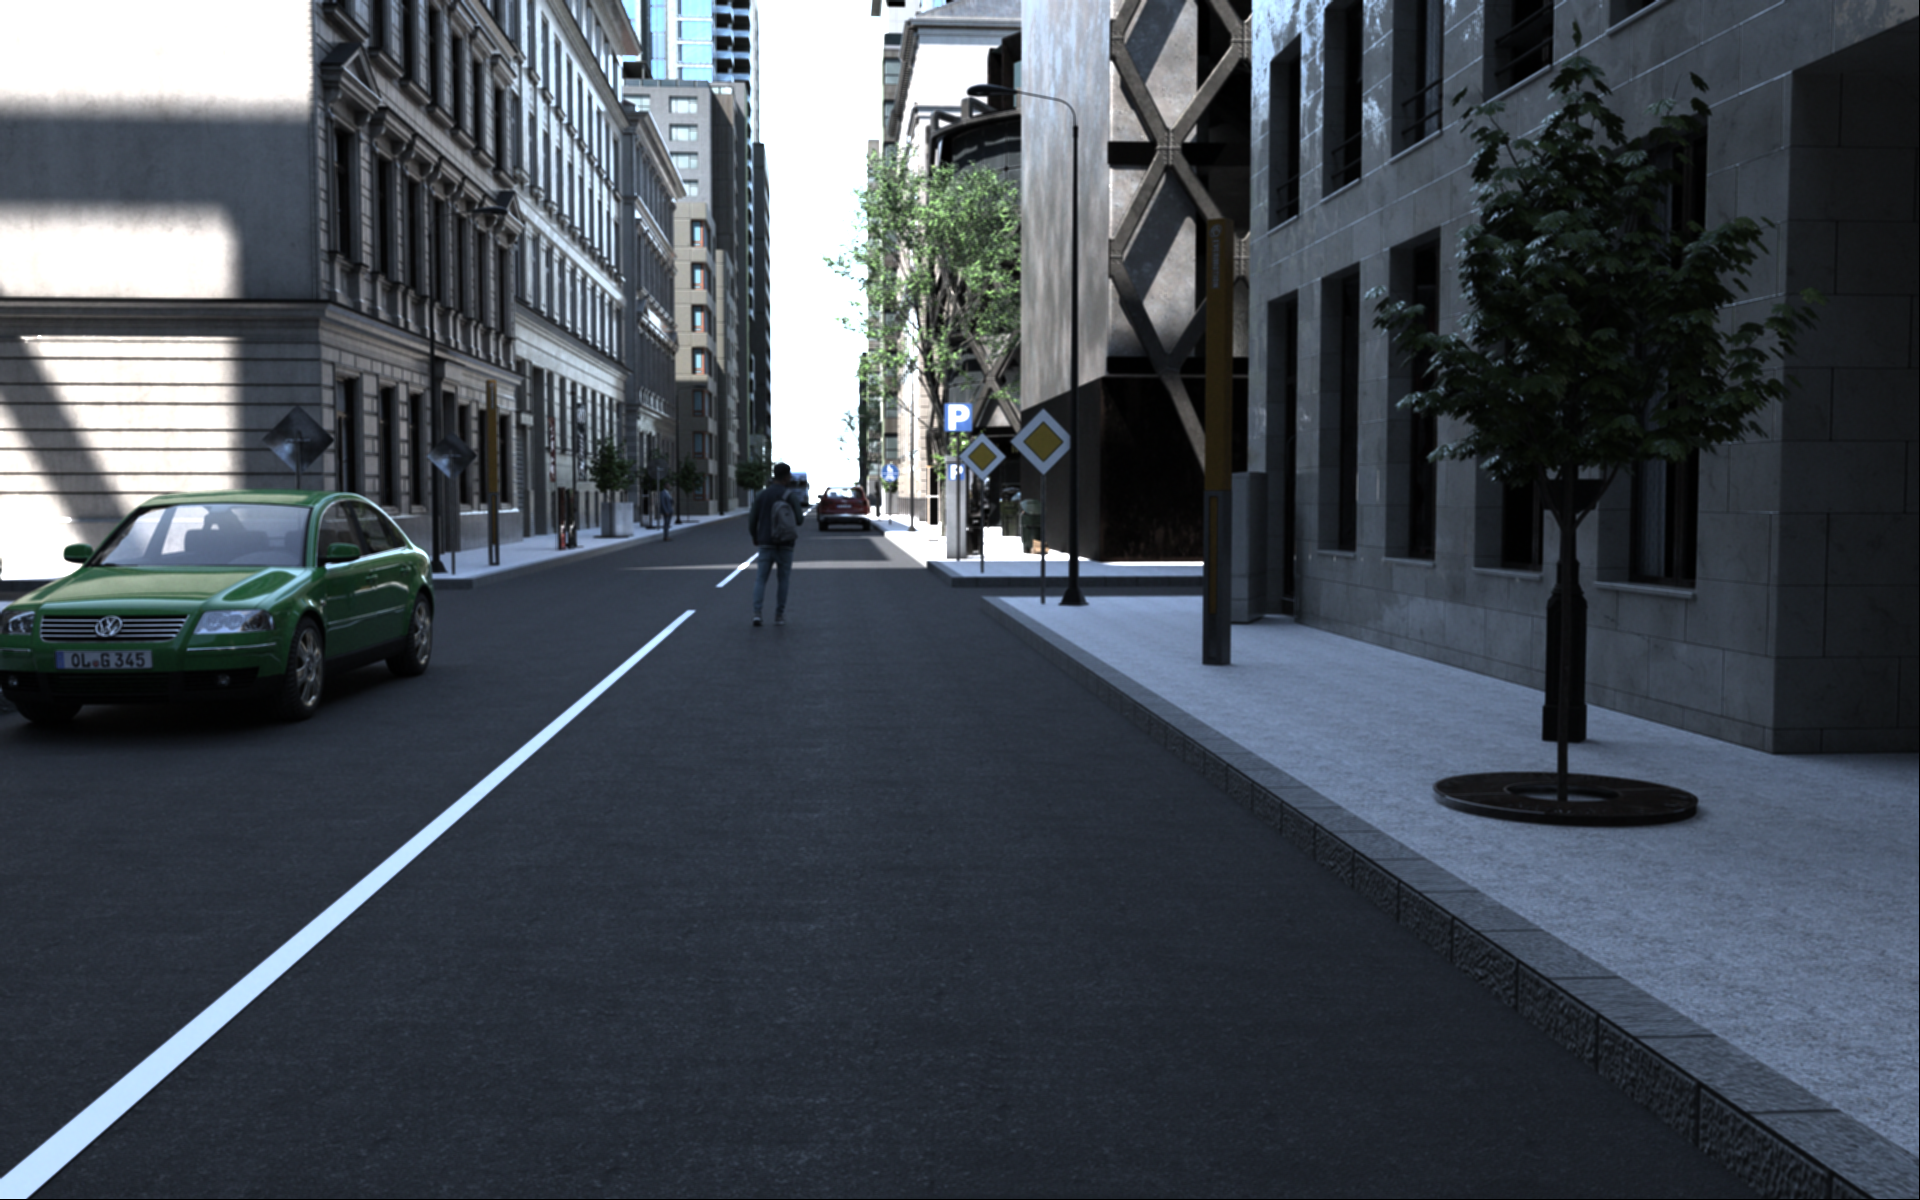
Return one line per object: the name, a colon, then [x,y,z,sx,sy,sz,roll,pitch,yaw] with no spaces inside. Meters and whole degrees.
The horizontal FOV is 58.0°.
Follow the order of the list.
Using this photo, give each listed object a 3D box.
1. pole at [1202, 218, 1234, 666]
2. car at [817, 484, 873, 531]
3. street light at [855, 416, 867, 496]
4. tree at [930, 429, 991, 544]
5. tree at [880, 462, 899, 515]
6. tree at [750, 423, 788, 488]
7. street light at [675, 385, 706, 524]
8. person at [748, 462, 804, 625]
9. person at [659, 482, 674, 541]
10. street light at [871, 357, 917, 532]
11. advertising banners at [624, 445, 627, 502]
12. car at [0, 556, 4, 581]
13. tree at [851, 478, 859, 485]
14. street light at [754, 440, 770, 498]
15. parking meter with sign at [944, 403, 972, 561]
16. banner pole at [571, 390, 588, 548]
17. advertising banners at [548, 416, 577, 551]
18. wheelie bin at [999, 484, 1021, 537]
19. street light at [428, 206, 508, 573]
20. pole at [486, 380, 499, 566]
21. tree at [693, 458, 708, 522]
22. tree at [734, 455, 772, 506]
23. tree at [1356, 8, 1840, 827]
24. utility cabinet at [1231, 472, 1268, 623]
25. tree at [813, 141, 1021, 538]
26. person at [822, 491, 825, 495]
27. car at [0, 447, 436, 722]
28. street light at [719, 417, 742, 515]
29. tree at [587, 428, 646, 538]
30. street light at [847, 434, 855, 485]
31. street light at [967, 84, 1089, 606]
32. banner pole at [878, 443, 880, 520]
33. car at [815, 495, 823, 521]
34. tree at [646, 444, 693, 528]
pole: [1.933,-1.169,12.951,0.158,3.312,0.155,0,3,0]
car: [-4.602,-3.707,69.286,2.281,1.827,5.304,0,4,-3]
street light: [-5.338,-7.950,102.516,1.470,5.913,1.316,0,4,-4]
tree: [-0.026,-3.034,44.209,1.663,3.219,1.824,0,3,0]
tree: [-4.221,-6.745,104.884,1.663,3.219,1.824,0,3,0]
tree: [-19.781,-13.946,178.383,4.360,8.622,3.978,0,3,0]
street light: [-11.480,-6.191,73.759,1.470,5.913,1.316,0,4,-4]
person: [-2.019,-0.623,19.028,0.623,1.781,0.721,0,4,-3]
person: [-9.058,-2.737,53.439,0.419,1.800,0.721,0,4,5]
street light: [-2.145,-5.219,57.868,1.470,5.913,1.316,0,4,-4]
advertising banners: [-10.651,-3.609,55.193,0.090,3.025,2.074,-1,4,-10]
car: [-15.792,-0.732,23.760,4.920,1.459,2.131,0,4,-4]
tree: [-12.416,-12.894,205.412,1.663,3.219,1.824,0,3,0]
street light: [-17.194,-10.823,149.493,1.470,5.913,1.316,0,4,-4]
parking meter with sign: [-0.054,-2.317,34.138,0.543,3.016,1.738,0,4,-1]
banner pole: [-9.205,-3.169,41.828,0.401,3.779,0.863,1,4,16]
advertising banners: [-9.132,-2.663,39.722,0.090,3.025,2.074,0,4,3]
wheelie bin: [1.607,-2.697,52.002,0.980,1.594,0.693,1,4,21]
street light: [-7.998,-3.397,28.085,1.470,5.913,1.316,0,4,-4]
pole: [-8.389,-2.277,31.077,0.158,3.312,0.155,0,3,0]
tree: [-12.254,-5.150,78.802,1.663,3.219,1.824,0,3,0]
tree: [-17.444,-9.894,145.481,4.285,4.588,4.351,0,3,0]
tree: [2.369,-0.760,7.034,1.663,3.219,1.824,0,3,0]
utility cabinet: [2.871,-0.544,17.571,0.318,1.500,1.173,1,4,19]
tree: [-0.505,-7.689,51.476,9.928,11.665,9.643,0,3,0]
person: [-16.176,-12.145,207.037,1.348,1.831,0.705,0,4,-1]
car: [-5.068,-0.215,12.316,1.959,1.807,4.718,0,4,-3]
street light: [-13.826,-8.057,104.265,1.470,5.913,1.316,0,4,-4]
tree: [-10.238,-3.439,50.834,1.663,3.219,1.824,0,3,0]
street light: [-7.822,-9.903,134.458,1.470,5.913,1.316,0,4,-4]
street light: [0.777,-2.893,19.848,1.470,5.913,1.316,0,4,-4]
banner pole: [-3.966,-5.795,84.768,0.401,3.779,0.863,0,4,-6]
car: [-6.797,-5.090,93.014,2.009,1.686,4.222,0,4,-3]
tree: [-11.430,-4.377,66.164,1.663,3.219,1.824,0,3,0]
